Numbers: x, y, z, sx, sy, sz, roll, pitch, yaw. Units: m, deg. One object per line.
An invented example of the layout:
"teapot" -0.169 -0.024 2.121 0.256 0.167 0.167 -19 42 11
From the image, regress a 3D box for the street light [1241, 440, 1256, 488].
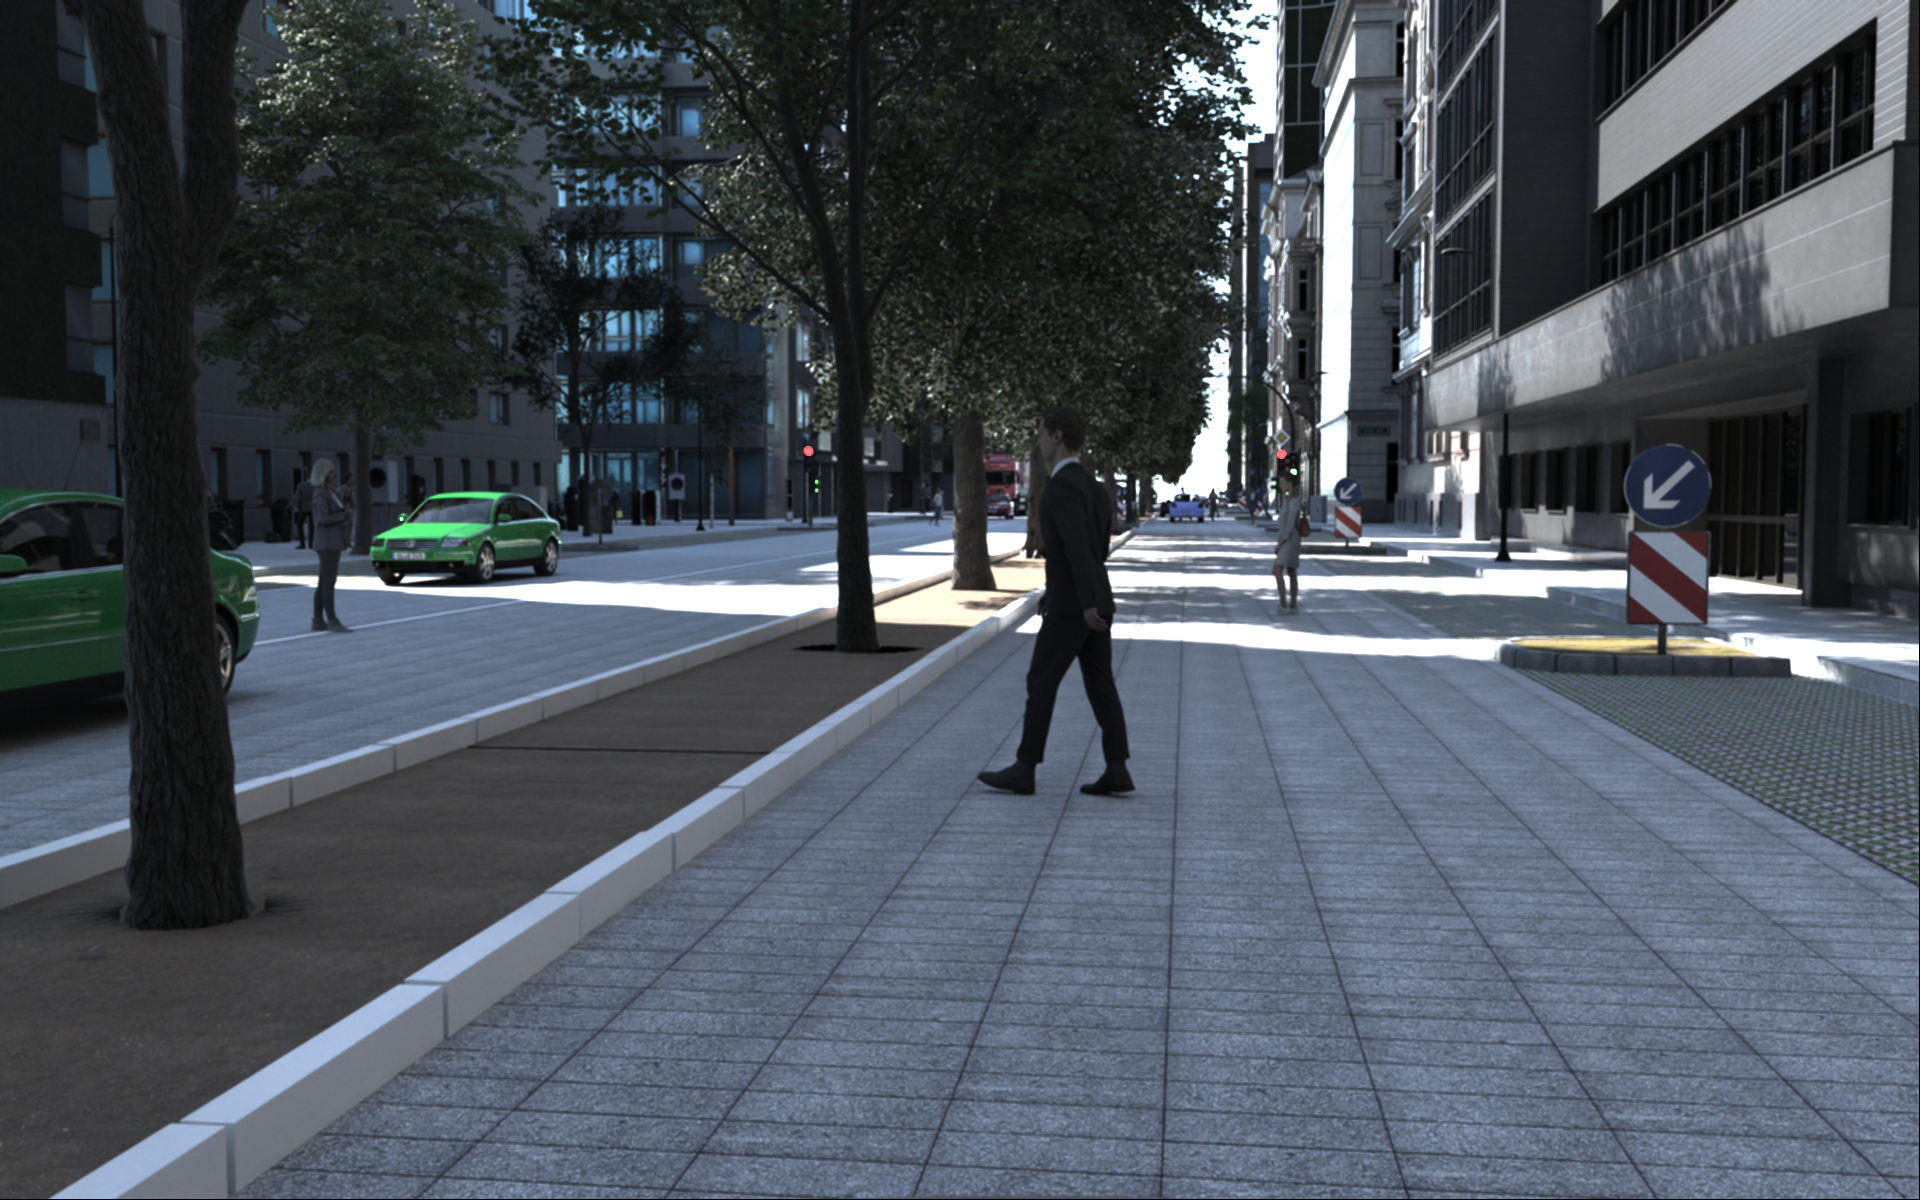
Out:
"street light" 26.366 -11.352 158.138 1.470 5.913 1.316 0 4 7

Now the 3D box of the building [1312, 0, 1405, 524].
"building" 38.967 -18.485 78.649 44.131 29.872 17.030 0 4 7

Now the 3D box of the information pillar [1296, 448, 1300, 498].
"information pillar" 16.979 -5.849 86.986 0.183 3.616 0.504 2 4 26

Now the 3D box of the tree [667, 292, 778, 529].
"tree" -8.997 -6.967 64.277 4.360 8.622 3.978 0 3 0

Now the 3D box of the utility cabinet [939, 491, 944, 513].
"utility cabinet" -1.289 -6.540 115.602 0.318 1.500 1.173 0 4 6

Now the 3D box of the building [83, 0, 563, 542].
"building" -32.071 -12.972 57.137 28.899 21.520 27.650 0 4 7

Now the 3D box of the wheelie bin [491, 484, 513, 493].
"wheelie bin" -14.183 -2.794 53.586 0.980 1.594 0.693 -1 4 -15

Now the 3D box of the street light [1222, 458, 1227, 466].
"street light" 35.021 -15.375 223.920 1.470 5.913 1.316 0 4 7

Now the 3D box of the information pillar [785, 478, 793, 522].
"information pillar" -7.949 -4.657 80.628 0.304 2.012 0.304 -1 4 -18

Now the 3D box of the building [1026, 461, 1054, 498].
"building" 6.825 -28.771 242.111 14.160 30.474 14.107 0 4 7

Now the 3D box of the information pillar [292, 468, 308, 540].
"information pillar" -18.287 -2.661 47.995 0.304 2.012 0.304 0 4 0

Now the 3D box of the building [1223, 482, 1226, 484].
"building" 56.321 -40.948 289.112 23.786 49.044 30.456 0 4 7

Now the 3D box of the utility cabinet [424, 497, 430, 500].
"utility cabinet" -13.165 -2.027 44.310 1.020 1.237 0.306 1 4 15

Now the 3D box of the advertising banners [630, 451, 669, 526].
"advertising banners" -12.566 -4.523 70.132 2.074 3.025 0.090 2 4 31

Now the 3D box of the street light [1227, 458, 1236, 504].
"street light" 30.558 -13.374 191.207 1.470 5.913 1.316 0 4 7

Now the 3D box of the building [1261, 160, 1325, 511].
"building" 30.902 -21.299 135.629 14.401 28.519 23.554 0 4 7

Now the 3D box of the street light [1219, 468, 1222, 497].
"street light" 37.239 -16.440 241.340 1.470 5.913 1.316 0 4 7

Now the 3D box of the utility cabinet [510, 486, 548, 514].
"utility cabinet" -12.987 -2.662 52.201 1.173 1.500 0.318 2 4 27

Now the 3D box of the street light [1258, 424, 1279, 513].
"street light" 20.636 -8.736 115.379 1.470 5.913 1.316 0 4 7

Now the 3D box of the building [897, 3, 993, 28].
"building" -7.764 -36.168 180.591 28.713 52.752 27.495 0 4 7

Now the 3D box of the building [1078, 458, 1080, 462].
"building" 6.187 -26.944 285.569 27.650 21.520 28.899 0 4 7

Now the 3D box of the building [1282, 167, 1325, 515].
"building" 27.195 -17.564 106.248 14.460 24.649 34.723 0 4 7

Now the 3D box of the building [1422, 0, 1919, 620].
"building" 16.430 -12.691 26.560 14.314 24.678 30.058 0 4 7

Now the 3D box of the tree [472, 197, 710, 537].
"tree" -11.100 -7.216 52.399 8.767 10.594 7.601 2 4 28

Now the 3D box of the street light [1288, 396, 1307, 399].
"street light" 16.209 -6.698 82.051 1.470 5.913 1.316 0 4 7

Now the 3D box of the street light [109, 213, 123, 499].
"street light" -12.813 -3.350 27.321 1.470 5.913 1.316 0 4 7

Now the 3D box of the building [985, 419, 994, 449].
"building" -4.450 -23.742 159.884 14.160 30.474 14.107 0 4 7

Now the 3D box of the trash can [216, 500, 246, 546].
"trash can" -18.001 -1.901 42.737 0.748 1.137 0.748 0 3 0

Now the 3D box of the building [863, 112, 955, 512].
"building" -7.707 -21.786 127.901 14.160 30.474 14.107 0 4 7

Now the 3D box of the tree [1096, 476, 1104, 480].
"tree" 23.009 -22.743 306.262 7.601 10.594 8.767 1 4 16

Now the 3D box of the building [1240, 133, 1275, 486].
"building" 42.152 -34.519 214.497 14.600 45.320 14.200 0 4 7

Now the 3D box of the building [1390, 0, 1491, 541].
"building" 21.125 -16.234 52.812 14.401 28.519 23.554 0 4 7

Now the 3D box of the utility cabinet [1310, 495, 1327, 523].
"utility cabinet" 15.883 -4.013 76.782 0.306 1.237 1.020 -1 4 -19

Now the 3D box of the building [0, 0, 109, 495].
"building" -23.343 -15.479 24.790 14.160 30.474 14.107 0 4 7

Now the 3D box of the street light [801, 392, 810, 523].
"street light" -6.346 -6.368 76.657 1.470 5.913 1.316 0 4 7

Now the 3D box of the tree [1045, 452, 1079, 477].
"tree" 12.382 -16.854 225.927 4.737 8.622 4.395 0 3 0

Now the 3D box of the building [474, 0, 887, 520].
"building" -17.339 -29.266 98.112 23.786 49.044 30.456 0 4 7

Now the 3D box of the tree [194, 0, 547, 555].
"tree" -12.707 -7.253 36.713 7.486 12.596 7.792 0 3 0

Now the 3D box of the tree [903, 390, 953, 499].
"tree" -2.206 -10.185 116.886 4.360 8.622 3.978 0 3 0

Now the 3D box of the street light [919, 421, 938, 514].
"street light" -1.906 -8.430 110.374 1.470 5.913 1.316 0 4 7

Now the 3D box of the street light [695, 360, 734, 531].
"street light" -8.501 -5.352 60.053 1.470 5.913 1.316 0 4 7

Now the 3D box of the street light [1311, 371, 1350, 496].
"street light" 14.141 -5.692 65.606 1.470 5.913 1.316 0 4 7

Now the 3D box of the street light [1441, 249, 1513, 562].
"street light" 9.810 -3.690 32.876 1.470 5.913 1.316 0 4 7

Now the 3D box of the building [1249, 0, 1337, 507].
"building" 39.010 -44.590 167.298 20.563 71.187 20.611 0 4 7

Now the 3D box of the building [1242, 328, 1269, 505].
"building" 45.977 -21.284 193.029 27.650 21.520 28.899 0 4 7

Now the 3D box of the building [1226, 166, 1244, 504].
"building" 48.494 -37.792 241.603 21.300 48.544 21.600 0 4 7

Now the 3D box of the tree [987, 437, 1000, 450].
"tree" 1.459 -12.160 149.174 4.360 8.622 3.978 0 3 0
